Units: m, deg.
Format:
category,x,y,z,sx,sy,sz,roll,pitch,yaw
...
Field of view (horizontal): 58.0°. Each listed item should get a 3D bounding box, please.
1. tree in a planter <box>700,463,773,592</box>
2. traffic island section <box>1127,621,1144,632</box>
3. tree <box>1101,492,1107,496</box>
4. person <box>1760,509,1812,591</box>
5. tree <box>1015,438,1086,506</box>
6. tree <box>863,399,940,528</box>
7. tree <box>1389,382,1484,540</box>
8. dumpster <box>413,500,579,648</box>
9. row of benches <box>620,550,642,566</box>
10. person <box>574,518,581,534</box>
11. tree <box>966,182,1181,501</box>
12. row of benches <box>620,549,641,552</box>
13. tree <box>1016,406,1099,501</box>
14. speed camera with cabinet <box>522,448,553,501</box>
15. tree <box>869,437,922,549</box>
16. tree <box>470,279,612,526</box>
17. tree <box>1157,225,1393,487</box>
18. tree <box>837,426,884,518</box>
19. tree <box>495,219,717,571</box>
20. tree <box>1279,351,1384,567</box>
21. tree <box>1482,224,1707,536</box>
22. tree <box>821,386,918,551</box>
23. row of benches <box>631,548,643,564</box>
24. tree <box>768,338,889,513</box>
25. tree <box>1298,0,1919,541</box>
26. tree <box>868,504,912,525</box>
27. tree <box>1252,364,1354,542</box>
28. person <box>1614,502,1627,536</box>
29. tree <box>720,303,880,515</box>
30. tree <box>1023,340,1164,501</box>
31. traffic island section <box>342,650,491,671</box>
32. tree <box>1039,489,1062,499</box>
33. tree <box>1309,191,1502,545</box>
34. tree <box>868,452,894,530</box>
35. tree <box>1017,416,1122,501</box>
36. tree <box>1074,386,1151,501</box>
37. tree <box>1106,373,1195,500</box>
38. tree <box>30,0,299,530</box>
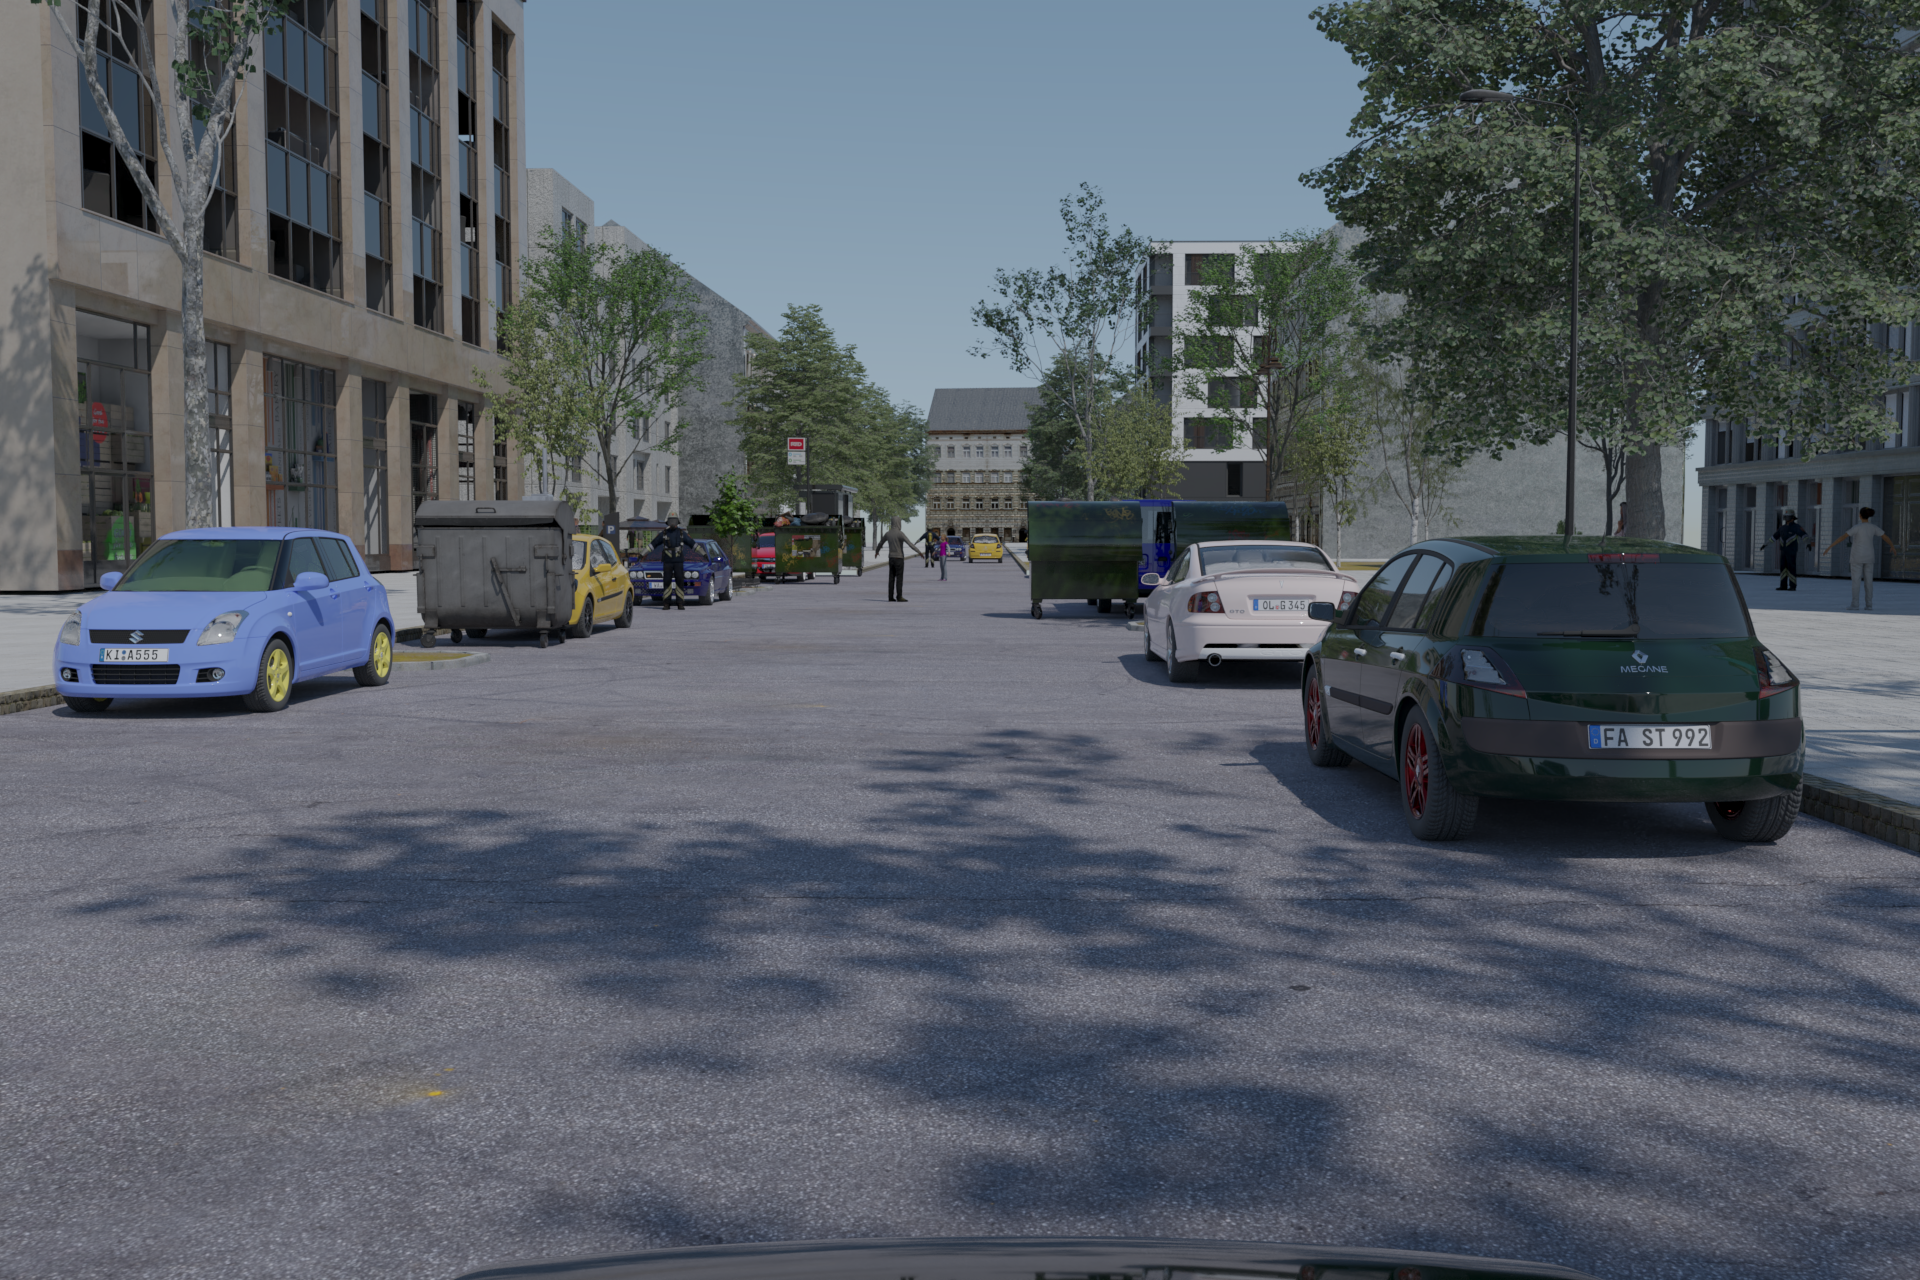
category,x,y,z,sx,sy,sz,roll,pitch,yaw
tree in a planter,-5.795,-2.854,43.884,1.991,3.239,1.994,0,4,1
traffic island section,3.530,-0.197,26.080,1.991,0.108,1.994,0,4,2
tree,20.472,-19.762,257.515,7.601,10.594,8.767,0,4,8
person,18.713,-2.035,39.147,0.704,1.845,1.351,-2,4,-24
tree,8.299,-13.491,154.987,7.601,10.594,8.767,-2,4,-27
tree,-6.497,-15.807,165.102,9.857,13.997,8.962,0,3,0
tree,20.915,-7.798,77.867,4.360,8.622,3.978,0,3,0
dumpster,-5.920,-0.852,22.150,1.865,1.857,1.264,0,4,1
row of benches,-14.368,-3.371,70.580,4.104,0.672,1.422,3,5,41
person,-11.434,-2.732,51.265,0.434,1.755,0.990,0,4,-5
tree,6.364,-14.695,96.159,12.611,20.169,13.585,0,3,0
row of benches,-14.167,-3.553,73.560,4.104,0.672,1.422,1,4,14
tree,8.261,-12.839,135.674,9.928,11.665,9.643,0,3,0
speed camera with cabinet,-9.726,-2.833,40.649,0.660,3.252,2.038,0,4,2
tree,-7.005,-13.258,151.186,8.767,10.594,7.601,1,4,16
tree,-11.897,-6.080,49.765,4.737,8.622,4.395,0,3,0
tree,10.552,-8.092,58.054,9.928,11.665,9.643,0,3,0
tree,-7.138,-10.041,114.540,4.737,8.622,4.395,0,3,0
tree,-11.811,-8.100,58.183,9.928,11.665,9.643,0,3,0
tree,14.479,-7.127,66.889,4.737,8.622,4.395,0,3,0
tree,24.658,-9.470,65.201,12.009,13.543,11.850,0,3,0
tree,-6.969,-13.142,132.991,7.486,12.596,7.792,0,3,0
row of benches,-14.294,-3.749,76.766,1.422,0.672,4.104,-1,4,-11
tree,-7.721,-11.111,99.789,7.486,12.596,7.792,0,3,0
tree,9.279,-7.139,23.384,9.857,13.997,8.962,0,3,0
tree,-10.220,-19.645,255.607,7.601,10.594,8.767,0,4,-1
tree,14.468,-7.645,75.364,4.360,8.622,3.978,0,3,0
person,9.480,-1.092,24.573,0.621,1.740,0.551,0,4,-5
tree,-7.846,-10.209,85.052,7.486,12.596,7.792,0,3,0
tree,8.580,-12.624,113.062,9.857,13.997,8.962,0,3,0
traffic island section,-6.292,0.233,19.054,1.991,0.108,1.994,0,4,1
tree,8.502,-13.048,163.695,4.360,8.622,3.978,0,3,0
tree,9.432,-5.217,35.662,4.360,8.622,3.978,0,3,0
tree,-6.971,-11.790,143.120,4.737,8.622,4.395,0,3,0
tree,8.316,-11.704,125.778,8.767,10.594,7.601,0,4,0
tree,7.746,-8.264,85.485,4.737,8.622,4.395,0,3,0
tree,8.838,-7.846,78.649,4.737,8.622,4.395,0,3,0
tree,-13.061,-10.387,25.710,12.611,20.169,13.585,0,3,0
